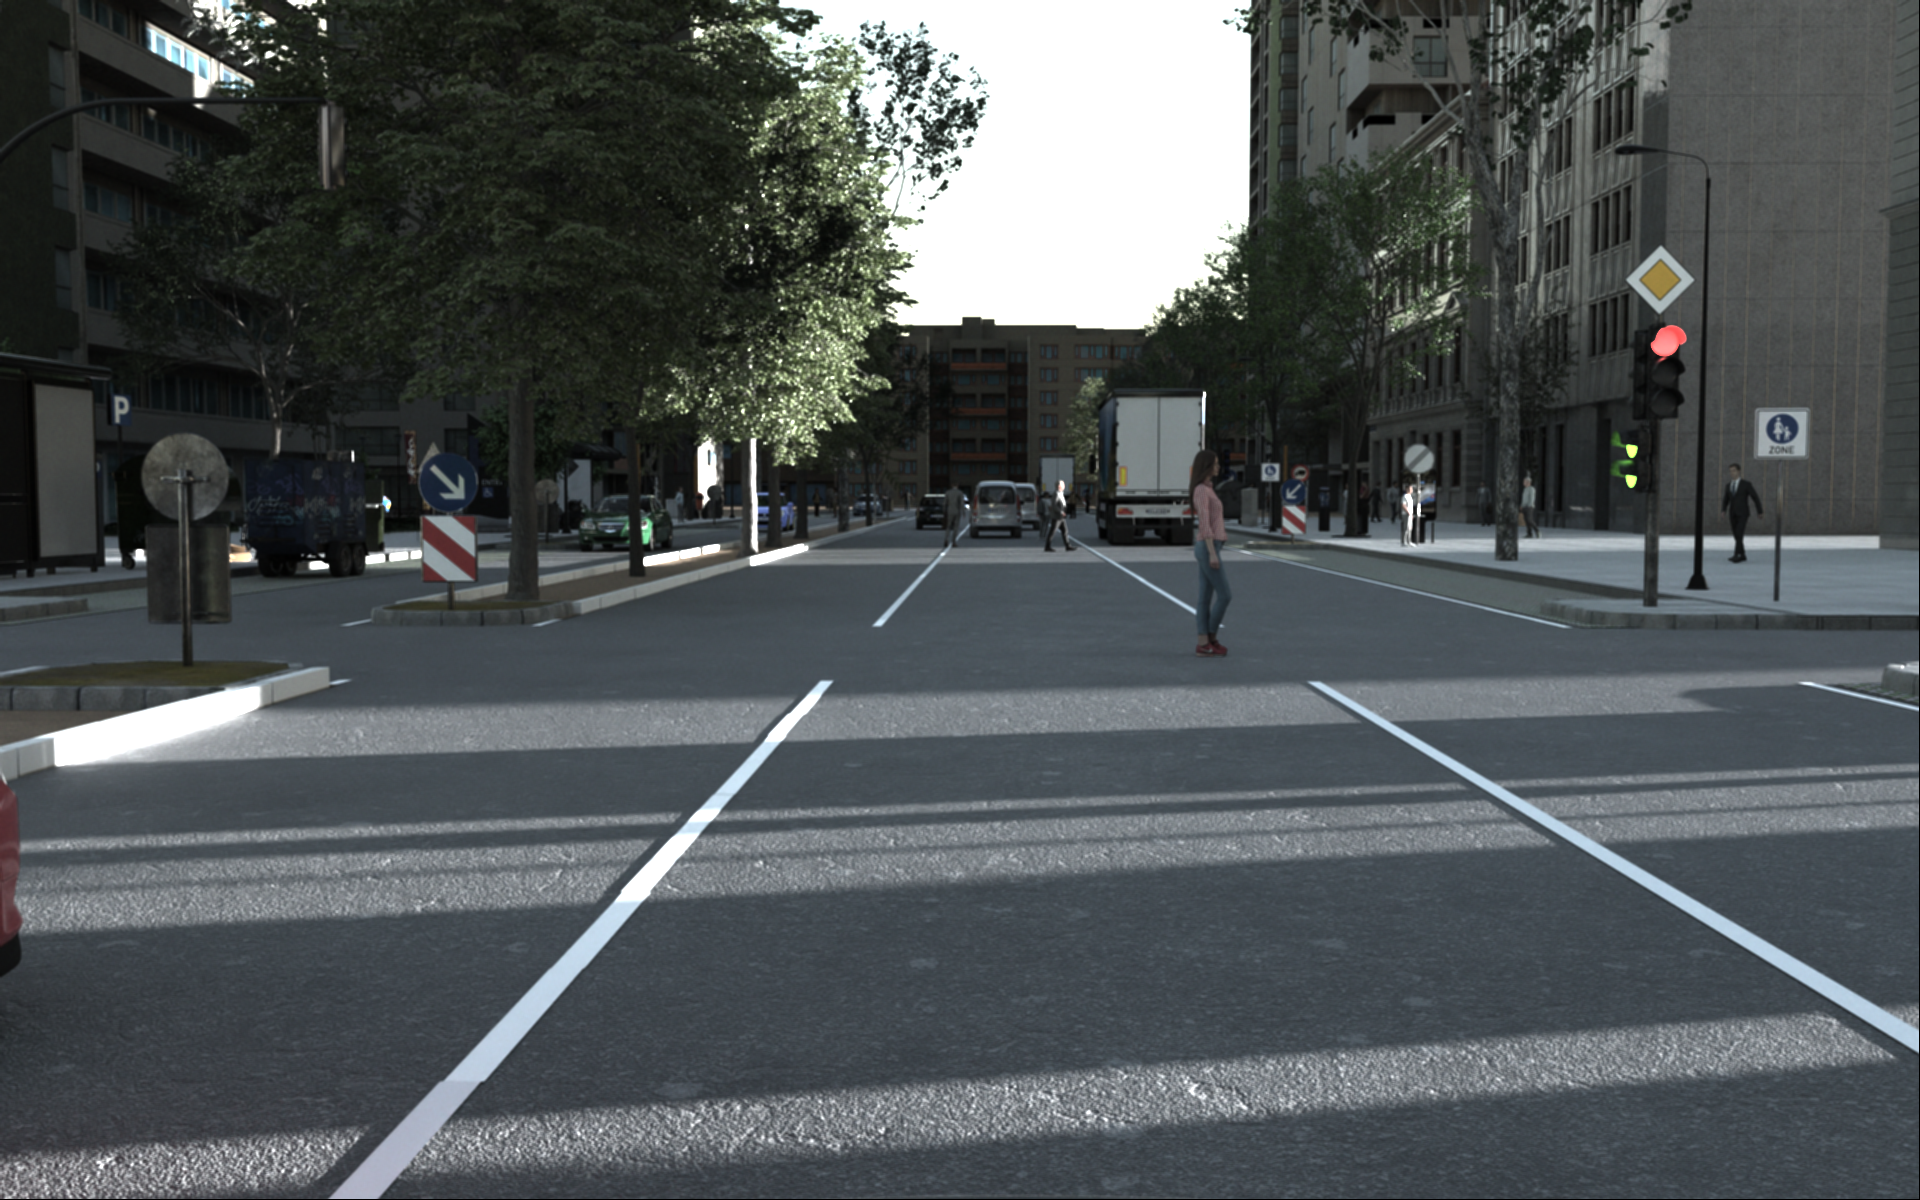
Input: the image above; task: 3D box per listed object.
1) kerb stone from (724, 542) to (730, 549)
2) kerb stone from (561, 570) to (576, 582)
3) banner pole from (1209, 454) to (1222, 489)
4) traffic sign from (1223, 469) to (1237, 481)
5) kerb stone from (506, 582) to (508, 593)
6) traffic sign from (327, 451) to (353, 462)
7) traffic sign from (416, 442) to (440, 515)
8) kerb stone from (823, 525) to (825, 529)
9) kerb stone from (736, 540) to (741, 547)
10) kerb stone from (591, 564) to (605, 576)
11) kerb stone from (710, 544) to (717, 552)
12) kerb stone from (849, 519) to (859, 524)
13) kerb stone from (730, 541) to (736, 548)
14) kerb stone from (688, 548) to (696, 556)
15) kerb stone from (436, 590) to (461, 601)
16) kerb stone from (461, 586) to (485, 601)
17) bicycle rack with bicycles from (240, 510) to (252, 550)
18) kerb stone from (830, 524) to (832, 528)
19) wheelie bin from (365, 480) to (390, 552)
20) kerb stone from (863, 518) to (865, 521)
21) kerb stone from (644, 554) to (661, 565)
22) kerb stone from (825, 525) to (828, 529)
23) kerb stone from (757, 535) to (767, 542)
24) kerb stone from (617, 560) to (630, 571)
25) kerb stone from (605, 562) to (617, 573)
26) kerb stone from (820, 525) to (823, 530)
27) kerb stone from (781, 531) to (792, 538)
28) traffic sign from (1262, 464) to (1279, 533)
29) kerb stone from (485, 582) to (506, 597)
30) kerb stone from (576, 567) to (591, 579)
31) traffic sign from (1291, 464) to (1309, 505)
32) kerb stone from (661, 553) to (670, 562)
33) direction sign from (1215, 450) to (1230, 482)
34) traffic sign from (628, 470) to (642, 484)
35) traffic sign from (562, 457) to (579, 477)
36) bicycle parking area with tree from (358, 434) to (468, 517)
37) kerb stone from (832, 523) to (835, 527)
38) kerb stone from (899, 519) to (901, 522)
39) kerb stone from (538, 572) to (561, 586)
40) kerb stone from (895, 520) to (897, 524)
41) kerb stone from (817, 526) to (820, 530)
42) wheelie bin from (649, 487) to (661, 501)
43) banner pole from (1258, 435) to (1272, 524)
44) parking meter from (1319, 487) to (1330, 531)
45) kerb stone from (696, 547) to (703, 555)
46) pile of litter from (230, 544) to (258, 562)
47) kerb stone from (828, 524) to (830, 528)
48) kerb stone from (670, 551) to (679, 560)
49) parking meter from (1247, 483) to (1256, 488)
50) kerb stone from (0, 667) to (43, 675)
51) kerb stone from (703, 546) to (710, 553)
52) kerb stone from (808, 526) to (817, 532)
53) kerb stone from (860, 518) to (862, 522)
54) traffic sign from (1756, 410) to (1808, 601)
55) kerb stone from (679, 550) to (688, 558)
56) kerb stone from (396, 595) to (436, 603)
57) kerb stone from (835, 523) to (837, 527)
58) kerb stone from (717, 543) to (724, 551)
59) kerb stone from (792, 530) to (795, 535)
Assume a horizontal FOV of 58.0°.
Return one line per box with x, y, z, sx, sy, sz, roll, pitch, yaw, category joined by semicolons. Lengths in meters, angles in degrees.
-6.147;-1.378;44.754;0.120;0.150;1.000;0;4;1;kerb stone
-6.500;-0.371;28.328;0.120;0.150;1.000;0;4;1;kerb stone
13.944;-6.423;95.035;0.863;3.779;0.401;1;4;18;banner pole
13.883;-5.457;89.332;0.768;2.556;0.104;0;4;5;traffic sign
-6.565;-0.187;25.248;0.120;0.150;1.000;0;4;1;kerb stone
-14.595;-2.366;40.816;0.606;2.300;0.079;0;4;2;traffic sign
-13.164;-2.648;43.303;0.884;2.594;0.081;0;4;5;traffic sign
-5.613;-2.884;69.343;0.120;0.150;1.000;0;4;1;kerb stone
-6.091;-1.505;46.806;0.120;0.150;1.000;0;4;1;kerb stone
-6.449;-0.500;30.377;0.120;0.150;1.000;0;4;1;kerb stone
-6.185;-1.254;42.697;0.120;0.150;1.000;0;4;1;kerb stone
-5.248;-3.885;85.758;0.120;0.150;1.000;0;4;1;kerb stone
-6.122;-1.439;45.784;0.120;0.150;1.000;0;4;1;kerb stone
-6.254;-1.059;39.616;0.120;0.150;1.000;0;4;1;kerb stone
-6.628;0.002;22.162;0.120;0.150;1.000;0;4;1;kerb stone
-6.606;-0.061;23.186;0.120;0.150;1.000;0;4;1;kerb stone
-15.170;-1.573;39.104;2.852;0.926;2.925;0;4;-2;bicycle rack with bicycles
-5.546;-3.072;72.425;0.120;0.150;1.000;0;4;1;kerb stone
-13.090;-1.857;38.272;0.980;1.594;0.693;-1;4;-15;wheelie bin
-5.159;-4.138;89.855;0.120;0.150;1.000;0;4;1;kerb stone
-6.343;-0.812;35.509;0.120;0.150;1.000;0;4;1;kerb stone
-5.590;-2.945;70.365;0.120;0.150;1.000;0;4;1;kerb stone
-5.991;-1.818;51.925;0.120;0.150;1.000;0;4;1;kerb stone
-6.401;-0.625;32.421;0.120;0.150;1.000;0;4;1;kerb stone
-6.435;-0.563;31.399;0.120;0.150;1.000;0;4;1;kerb stone
-5.627;-2.821;68.321;0.120;0.150;1.000;0;4;1;kerb stone
-5.854;-2.194;58.073;0.120;0.150;1.000;0;4;1;kerb stone
10.317;-3.395;57.636;0.606;2.300;0.079;0;4;4;traffic sign
-6.588;-0.124;24.217;0.120;0.150;1.000;0;4;1;kerb stone
-6.474;-0.435;29.355;0.120;0.150;1.000;0;4;1;kerb stone
14.376;-4.474;73.257;0.768;2.556;0.104;1;4;10;traffic sign
-6.319;-0.877;36.531;0.120;0.150;1.000;0;4;1;kerb stone
13.351;-5.888;88.260;0.876;3.537;0.379;-2;4;-24;direction sign
-13.903;-4.401;74.084;0.606;2.300;0.079;0;4;8;traffic sign
-13.085;-3.543;57.657;0.795;2.593;0.064;0;4;3;traffic sign
-28.496;-6.033;85.646;9.016;4.147;8.231;-2;4;-24;bicycle parking area with tree
-5.519;-3.133;73.456;0.120;0.150;1.000;0;4;1;kerb stone
-3.155;-3.883;85.679;0.120;0.150;1.000;0;4;1;kerb stone
-6.518;-0.310;27.302;0.120;0.150;1.000;0;4;1;kerb stone
-3.222;-3.695;82.601;0.120;0.150;1.000;0;4;1;kerb stone
-5.651;-2.759;67.299;0.120;0.150;1.000;0;4;1;kerb stone
-14.611;-4.566;82.559;0.693;1.594;0.980;0;4;-7;wheelie bin
13.042;-5.119;73.719;0.401;3.779;0.863;-2;4;-23;banner pole
12.599;-3.148;59.883;0.372;1.533;0.369;0;3;0;parking meter
-6.229;-1.128;40.637;0.120;0.150;1.000;0;4;1;kerb stone
-14.076;-1.163;32.985;1.719;0.858;1.176;-3;4;-37;pile of litter
-5.561;-3.009;71.394;0.120;0.150;1.000;0;4;1;kerb stone
-6.295;-0.937;37.563;0.120;0.150;1.000;0;4;1;kerb stone
14.914;-5.077;88.717;0.255;1.863;0.399;-2;4;-34;parking meter
-6.833;0.600;12.384;0.120;0.150;1.000;0;4;1;kerb stone
-6.208;-1.190;41.664;0.120;0.150;1.000;0;4;1;kerb stone
-5.677;-2.696;66.277;0.120;0.150;1.000;0;4;1;kerb stone
-5.211;-4.010;87.811;0.120;0.150;1.000;0;4;1;kerb stone
9.801;-1.137;20.725;0.606;2.300;0.079;1;4;8;traffic sign
-6.277;-1.003;38.590;0.120;0.150;1.000;0;4;1;kerb stone
-6.651;0.068;21.131;0.120;0.150;1.000;0;4;1;kerb stone
-5.502;-3.195;74.486;0.120;0.150;1.000;0;4;1;kerb stone
-6.163;-1.315;43.726;0.120;0.150;1.000;0;4;1;kerb stone
-5.828;-2.254;59.103;0.120;0.150;1.000;0;4;1;kerb stone
